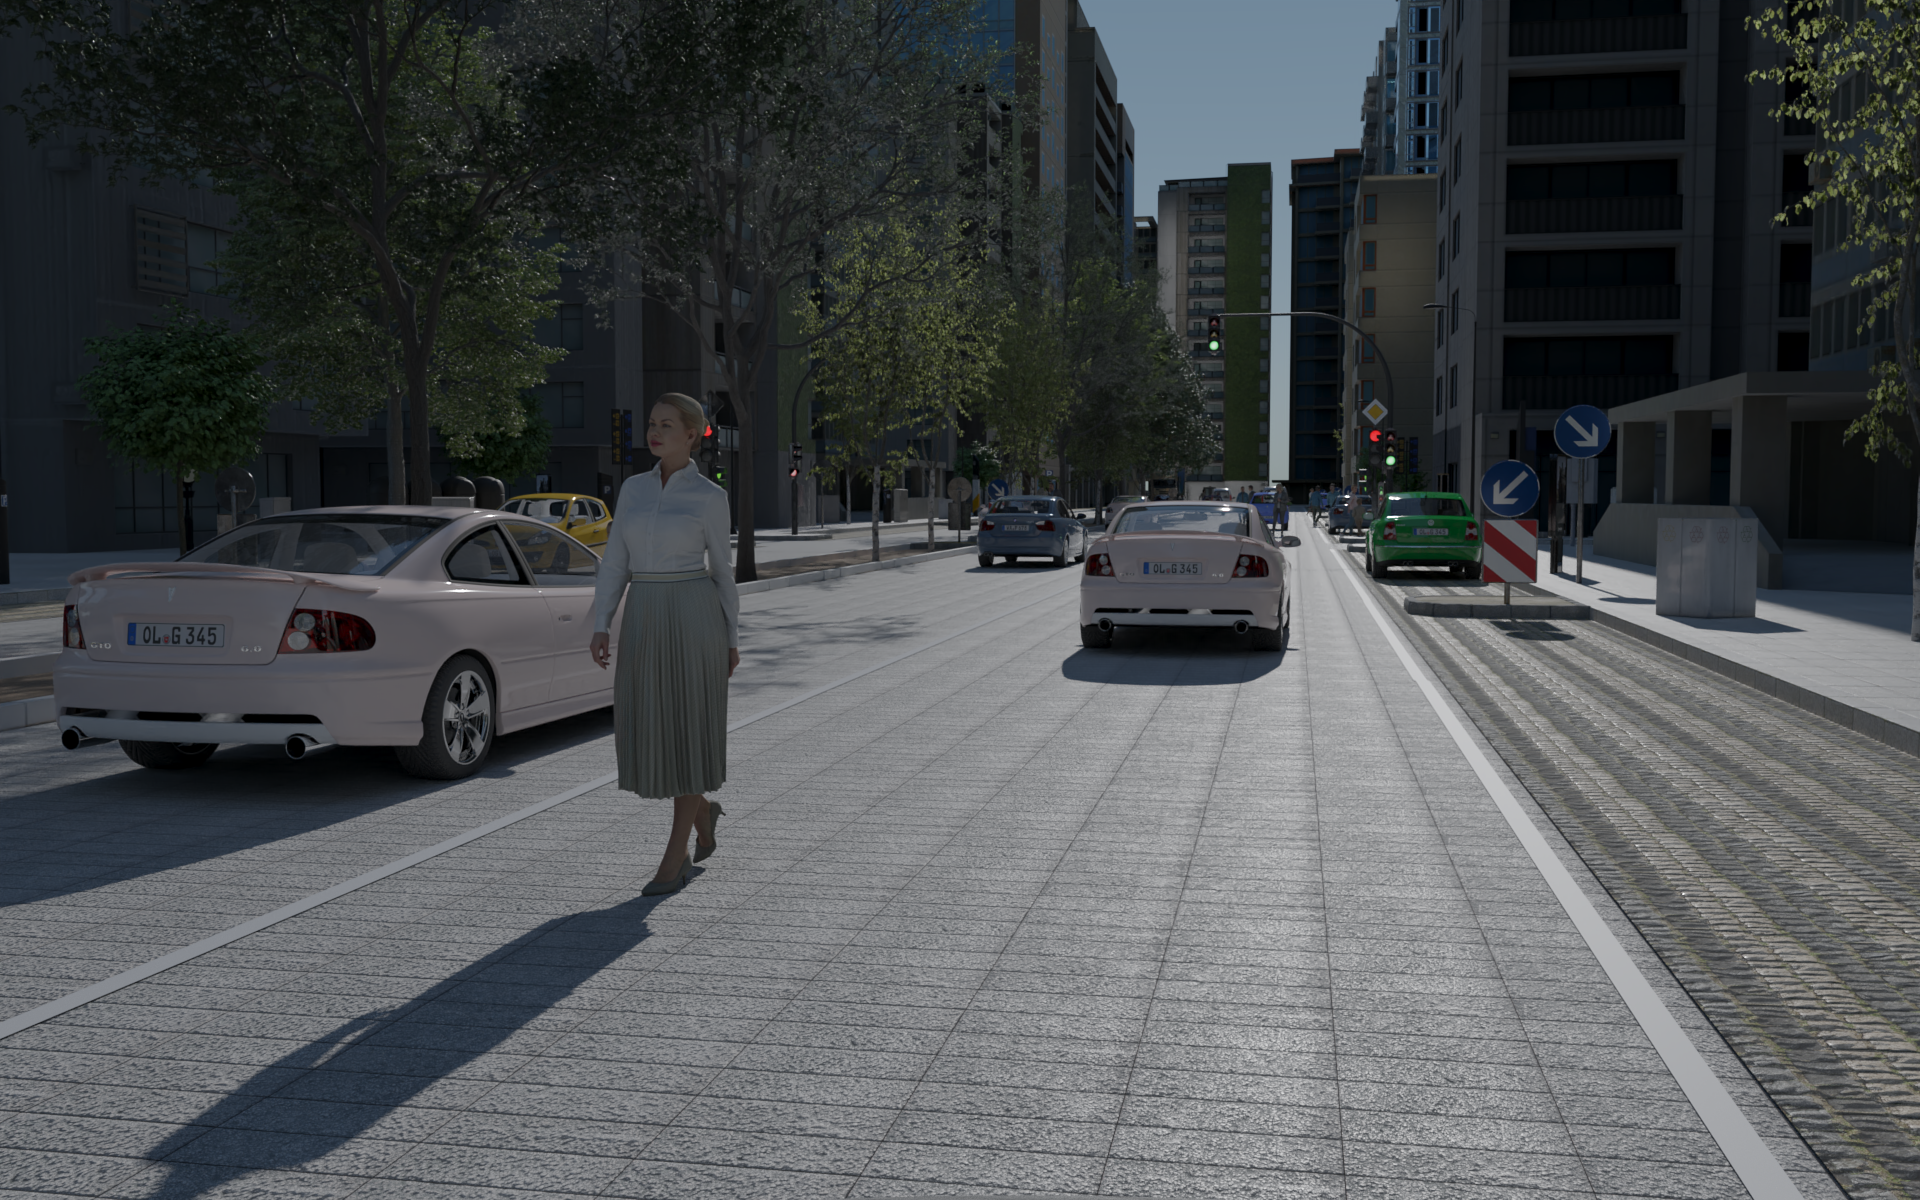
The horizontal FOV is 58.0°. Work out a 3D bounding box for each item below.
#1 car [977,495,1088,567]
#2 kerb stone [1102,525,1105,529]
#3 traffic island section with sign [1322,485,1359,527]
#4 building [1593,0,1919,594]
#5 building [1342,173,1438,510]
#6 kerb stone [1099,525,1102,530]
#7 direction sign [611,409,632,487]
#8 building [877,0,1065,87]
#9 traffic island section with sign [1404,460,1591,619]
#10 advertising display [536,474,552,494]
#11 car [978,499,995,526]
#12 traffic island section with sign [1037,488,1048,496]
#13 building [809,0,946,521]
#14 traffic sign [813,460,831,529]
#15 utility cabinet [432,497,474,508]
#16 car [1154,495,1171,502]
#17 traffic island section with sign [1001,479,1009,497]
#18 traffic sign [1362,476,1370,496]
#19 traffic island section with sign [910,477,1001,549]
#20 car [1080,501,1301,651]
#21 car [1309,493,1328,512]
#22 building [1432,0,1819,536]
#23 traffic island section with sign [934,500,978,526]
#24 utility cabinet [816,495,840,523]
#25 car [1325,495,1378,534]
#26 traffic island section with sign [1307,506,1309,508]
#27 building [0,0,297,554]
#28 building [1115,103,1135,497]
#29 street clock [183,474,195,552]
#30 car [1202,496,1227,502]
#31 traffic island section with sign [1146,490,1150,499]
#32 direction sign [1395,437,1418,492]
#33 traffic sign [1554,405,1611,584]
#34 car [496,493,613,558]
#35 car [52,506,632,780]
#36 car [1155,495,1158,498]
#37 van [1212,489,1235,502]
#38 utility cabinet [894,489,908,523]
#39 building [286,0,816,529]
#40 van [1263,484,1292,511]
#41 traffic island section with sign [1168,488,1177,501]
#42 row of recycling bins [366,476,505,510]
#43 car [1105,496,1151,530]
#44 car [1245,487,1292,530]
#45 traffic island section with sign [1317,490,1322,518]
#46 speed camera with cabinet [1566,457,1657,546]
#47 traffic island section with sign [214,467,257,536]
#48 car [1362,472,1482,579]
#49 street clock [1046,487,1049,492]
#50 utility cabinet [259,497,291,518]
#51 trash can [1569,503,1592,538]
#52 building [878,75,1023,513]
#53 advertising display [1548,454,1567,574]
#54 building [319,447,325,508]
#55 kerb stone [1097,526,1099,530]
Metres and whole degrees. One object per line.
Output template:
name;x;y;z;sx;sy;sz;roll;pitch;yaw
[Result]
car;1.505;-1.421;35.235;2.014;1.417;4.499;1;4;12
kerb stone;5.653;-2.929;70.091;0.120;0.150;1.000;1;4;11
traffic island section with sign;16.984;-4.106;75.759;1.989;1.847;2.006;1;4;11
building;27.963;-20.421;25.758;32.217;40.220;23.993;1;4;11
building;37.968;-15.950;105.822;27.650;21.520;28.899;1;4;11
kerb stone;5.458;-2.865;69.081;0.120;0.150;1.000;1;4;11
direction sign;-9.022;-3.320;46.277;0.379;3.537;0.876;2;4;25
building;0.462;-29.742;136.390;14.600;45.320;14.200;1;4;11
traffic island section with sign;6.396;-0.746;20.817;1.989;1.847;2.006;1;4;11
advertising display;-13.309;-3.069;55.398;0.123;1.923;0.974;-3;4;-37
car;1.942;-3.569;70.718;2.083;1.381;4.827;1;4;10
traffic island section with sign;5.022;-5.936;105.685;1.989;1.847;2.006;1;4;11
building;-17.615;-24.405;90.905;32.217;40.220;23.993;1;4;11
traffic sign;-5.083;-3.898;63.833;0.768;2.556;0.104;1;4;14
utility cabinet;-10.939;-1.585;37.070;1.020;1.237;0.306;0;4;4
car;18.443;-8.838;157.082;1.945;1.354;3.894;1;4;12
traffic island section with sign;1.276;-2.732;52.806;2.006;1.907;1.989;1;4;11
traffic sign;22.320;-5.773;94.497;0.768;2.556;0.104;1;4;19
traffic island section with sign;-0.136;-2.287;45.534;2.006;1.907;1.989;1;4;11
car;2.333;-0.302;17.297;2.083;1.381;4.827;1;4;12
car;28.451;-7.750;136.302;1.945;1.707;3.694;1;4;9
building;27.734;-37.914;58.151;20.611;71.187;20.563;1;4;11
traffic island section with sign;-0.076;-4.317;79.214;1.989;1.847;2.006;1;4;11
utility cabinet;-5.885;-4.031;77.067;1.020;1.237;0.306;-2;4;-24
car;14.270;-3.110;62.850;2.014;1.417;4.499;1;4;11
traffic island section with sign;31.498;-8.706;150.967;1.989;1.847;2.006;1;4;11
building;-23.853;-22.038;43.916;14.086;41.232;14.154;1;4;11
building;11.922;-33.396;196.128;14.200;45.320;14.600;1;4;11
street clock;-17.226;-2.082;38.619;0.471;2.002;0.358;-3;5;-41
car;17.204;-6.442;117.912;1.945;1.354;3.894;1;4;9
traffic island section with sign;19.513;-10.532;180.826;1.989;1.847;2.006;1;4;11
direction sign;17.718;-4.694;68.748;0.876;3.537;0.379;2;4;26
traffic sign;8.884;-1.509;24.774;0.768;2.556;0.104;1;4;19
car;-7.334;-1.240;30.495;2.015;1.641;3.980;1;4;9
car;-3.078;0.132;10.200;2.083;1.381;4.827;1;4;13
car;19.291;-9.296;164.350;2.083;1.381;4.827;1;4;12
van;20.035;-7.677;132.533;2.013;2.044;4.112;1;4;10
utility cabinet;-2.623;-4.192;77.214;0.318;1.500;1.173;1;4;16
building;-13.949;-23.186;62.686;14.154;41.232;14.086;1;4;11
van;17.971;-5.628;99.026;2.013;2.044;4.112;1;4;9
traffic island section with sign;15.495;-7.245;126.592;2.006;1.907;1.989;1;4;11
row of recycling bins;-11.911;-1.991;39.665;1.069;1.692;3.534;3;4;36
car;6.893;-3.484;69.329;2.083;1.381;4.827;1;4;12
car;12.461;-3.703;70.128;1.945;1.707;3.694;1;4;11
traffic island section with sign;22.095;-5.725;102.227;1.989;1.847;2.006;1;4;11
speed camera with cabinet;15.838;-2.923;42.121;2.038;3.252;0.660;2;4;29
traffic island section with sign;-10.620;-0.974;24.556;1.989;1.847;2.006;1;4;11
car;8.104;-1.326;30.476;1.959;1.807;4.718;1;4;11
street clock;6.175;-7.178;121.924;0.471;2.002;0.358;-2;4;-33
utility cabinet;-13.680;-1.434;34.610;0.306;1.237;1.020;0;4;-3
trash can;18.262;-2.405;50.976;0.748;1.137;0.748;0;3;0
building;-3.556;-21.490;123.069;14.160;30.474;14.107;1;4;11
advertising display;9.721;-1.405;28.182;0.123;1.923;0.974;2;4;28
building;-28.328;-25.393;65.294;14.200;45.320;14.600;1;4;11
kerb stone;5.261;-2.802;68.078;0.120;0.150;1.000;1;4;11
